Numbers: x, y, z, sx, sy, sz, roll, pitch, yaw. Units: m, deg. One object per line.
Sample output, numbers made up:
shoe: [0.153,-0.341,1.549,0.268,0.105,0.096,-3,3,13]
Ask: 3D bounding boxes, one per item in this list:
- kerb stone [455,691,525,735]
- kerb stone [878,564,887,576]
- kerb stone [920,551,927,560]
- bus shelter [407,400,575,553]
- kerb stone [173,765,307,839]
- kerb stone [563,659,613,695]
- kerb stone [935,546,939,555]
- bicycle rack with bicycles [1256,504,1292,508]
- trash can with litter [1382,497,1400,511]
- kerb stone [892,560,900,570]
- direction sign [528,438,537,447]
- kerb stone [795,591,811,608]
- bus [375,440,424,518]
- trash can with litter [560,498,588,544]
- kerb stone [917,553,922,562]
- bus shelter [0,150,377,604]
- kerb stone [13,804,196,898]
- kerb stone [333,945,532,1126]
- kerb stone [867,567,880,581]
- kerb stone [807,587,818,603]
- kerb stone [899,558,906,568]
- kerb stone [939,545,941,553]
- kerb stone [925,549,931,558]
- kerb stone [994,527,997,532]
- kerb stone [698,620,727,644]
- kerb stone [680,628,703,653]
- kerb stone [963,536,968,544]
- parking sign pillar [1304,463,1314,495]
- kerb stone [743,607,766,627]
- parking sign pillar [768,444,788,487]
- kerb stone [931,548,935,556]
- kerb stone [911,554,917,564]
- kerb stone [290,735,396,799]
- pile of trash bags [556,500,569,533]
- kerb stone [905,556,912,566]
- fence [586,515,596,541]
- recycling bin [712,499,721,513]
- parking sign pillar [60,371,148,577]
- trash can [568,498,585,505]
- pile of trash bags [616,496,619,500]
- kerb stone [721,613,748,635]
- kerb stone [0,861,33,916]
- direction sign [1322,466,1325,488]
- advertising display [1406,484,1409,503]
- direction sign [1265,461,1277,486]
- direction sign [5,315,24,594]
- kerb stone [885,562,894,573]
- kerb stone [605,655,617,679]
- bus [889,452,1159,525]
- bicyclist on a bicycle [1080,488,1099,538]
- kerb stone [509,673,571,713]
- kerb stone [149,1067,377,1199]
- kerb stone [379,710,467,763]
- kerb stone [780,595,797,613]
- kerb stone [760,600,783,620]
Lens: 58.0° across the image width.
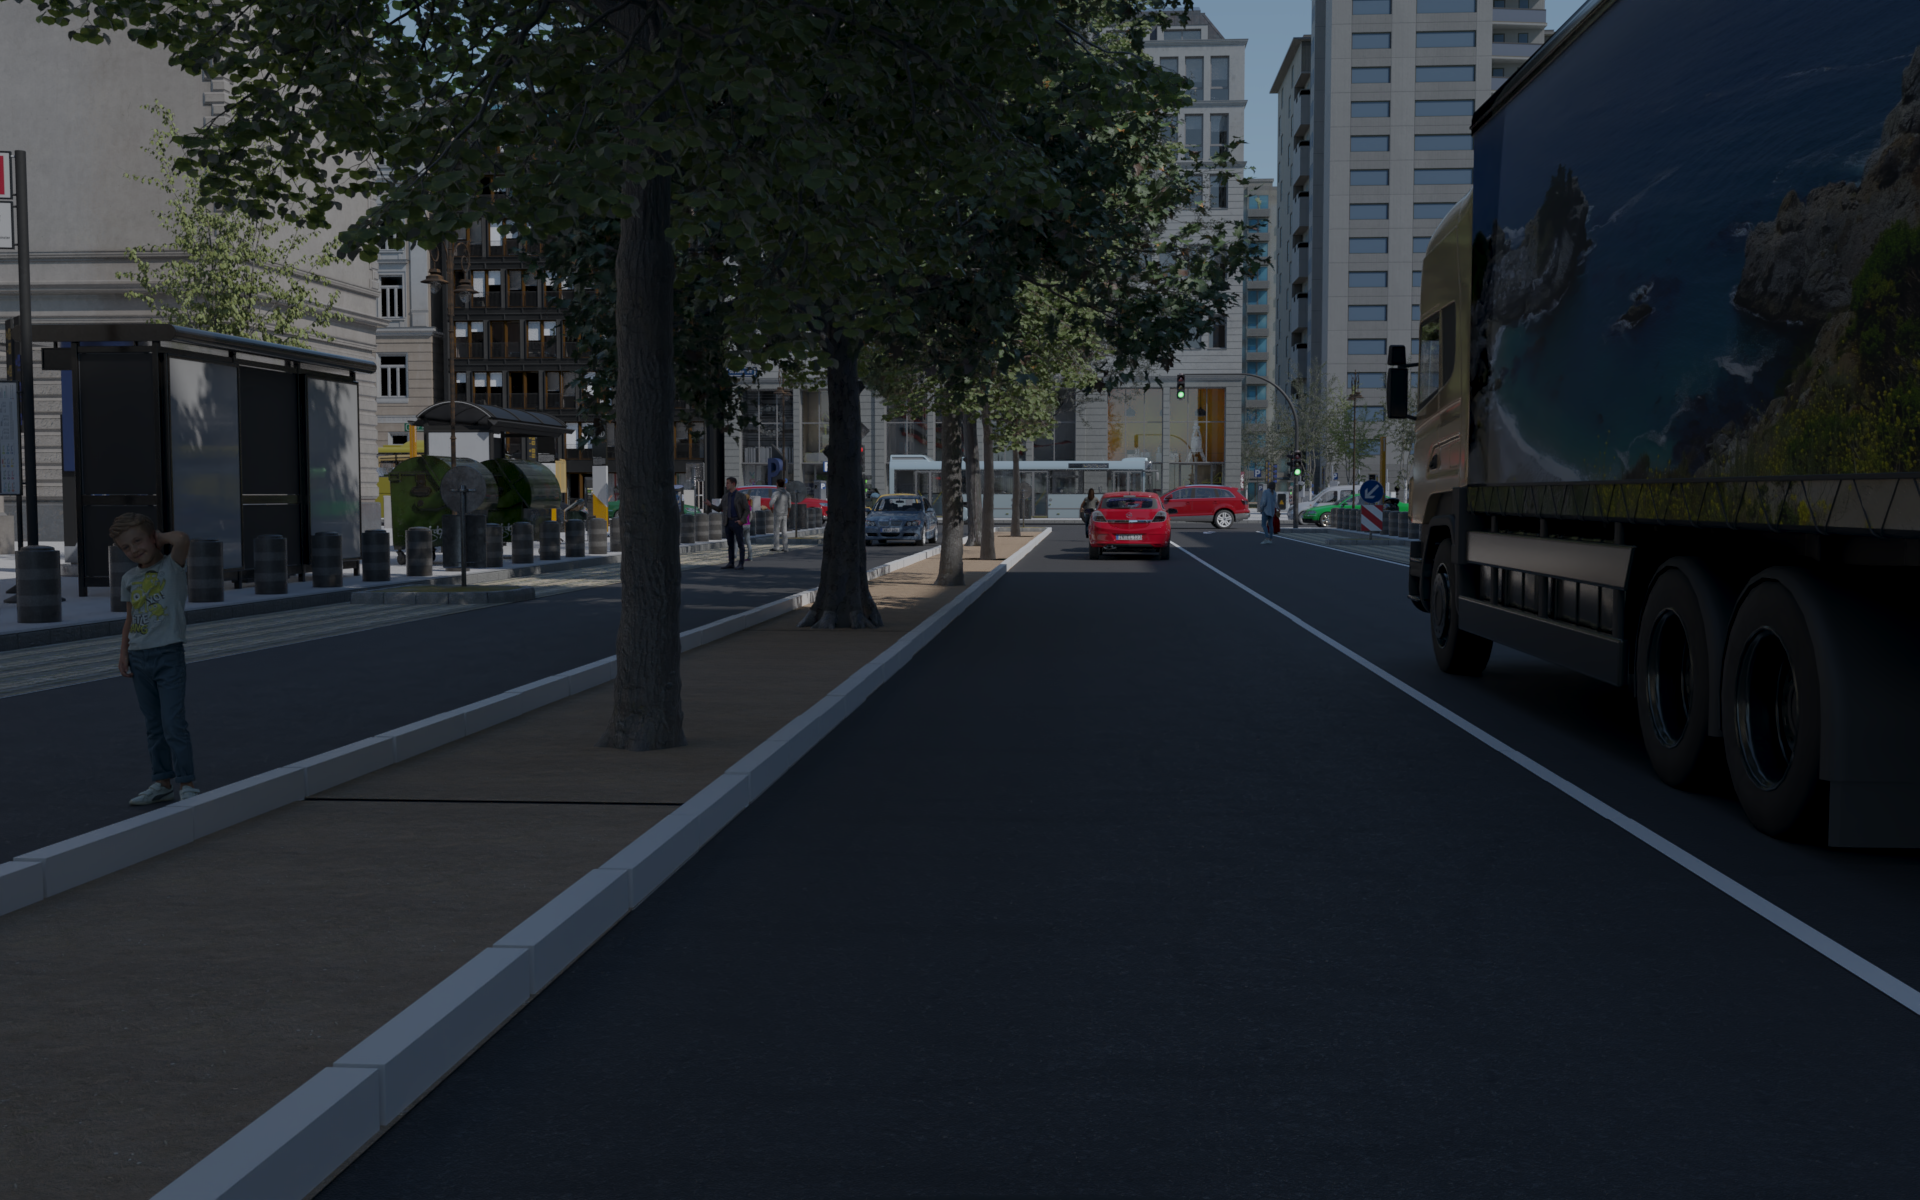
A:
kerb stone: [-2.926,0.706,10.690,0.120,0.150,1.000,0,4,4]
kerb stone: [-1.434,-0.486,30.141,0.120,0.150,1.000,0,4,4]
kerb stone: [-0.880,-0.924,37.305,0.120,0.150,1.000,0,4,4]
bus shelter: [-10.718,-2.827,40.143,2.014,3.302,5.546,0,4,4]
kerb stone: [-3.171,0.892,7.626,0.120,0.150,1.000,0,4,4]
kerb stone: [-2.770,0.578,12.740,0.120,0.150,1.000,0,4,4]
kerb stone: [-0.650,-1.111,40.380,0.120,0.150,1.000,0,4,4]
bicycle rack with bicycles: [24.397,-7.242,131.792,2.852,0.926,2.925,-3,4,-38]
trash can with litter: [14.449,-2.879,58.458,0.624,1.170,1.055,0,4,-1]
kerb stone: [-1.286,-0.612,32.197,0.120,0.150,1.000,0,4,4]
direction sign: [-15.604,-4.408,64.060,0.379,3.537,0.876,3,4,37]
kerb stone: [-2.067,0.016,21.950,0.120,0.150,1.000,0,4,4]
bus: [-26.428,-5.408,79.971,12.252,3.916,2.896,0,4,6]
trash can with litter: [-10.088,-2.018,44.386,1.055,1.170,0.624,-1,4,-22]
kerb stone: [-0.966,-0.854,36.285,0.120,0.150,1.000,0,4,4]
bus shelter: [-10.553,-2.766,22.861,2.179,5.291,8.768,0,4,4]
kerb stone: [-3.240,0.954,6.603,0.120,0.150,1.000,0,4,4]
kerb stone: [-1.315,1.088,4.400,0.120,0.150,1.000,0,4,4]
kerb stone: [-1.516,-0.411,29.120,0.120,0.150,1.000,0,4,4]
kerb stone: [-1.986,-0.047,22.971,0.120,0.150,1.000,0,4,4]
kerb stone: [-1.205,-0.674,33.218,0.120,0.150,1.000,0,4,4]
kerb stone: [-0.563,-1.174,41.403,0.120,0.150,1.000,0,4,4]
kerb stone: [-0.803,-0.987,38.328,0.120,0.150,1.000,0,4,4]
kerb stone: [1.321,-2.679,66.005,0.120,0.150,1.000,0,4,4]
kerb stone: [-2.452,0.330,16.842,0.120,0.150,1.000,0,4,4]
kerb stone: [-2.539,0.391,15.818,0.120,0.150,1.000,0,4,4]
kerb stone: [0.218,-1.802,51.665,0.120,0.150,1.000,0,4,4]
parking sign pillar: [29.434,-9.641,146.107,1.447,3.967,1.447,-1,4,-10]
kerb stone: [-2.294,0.207,18.885,0.120,0.150,1.000,0,4,4]
parking sign pillar: [-9.833,-6.425,93.518,1.447,3.967,1.447,-3,5,-42]
kerb stone: [-0.733,-1.050,39.359,0.120,0.150,1.000,0,4,4]
kerb stone: [-1.037,-0.798,35.263,0.120,0.150,1.000,0,4,4]
kerb stone: [-3.090,0.830,8.647,0.120,0.150,1.000,0,4,4]
pile of trash bags: [-14.749,-2.988,58.603,3.447,1.369,1.912,1,4,12]
kerb stone: [-1.109,-0.737,34.241,0.120,0.150,1.000,0,4,4]
fence: [-10.185,-1.989,47.898,0.278,0.683,2.069,0,4,-5]
recycling bin: [-18.131,-7.067,128.093,0.722,1.027,0.722,0,4,-3]
parking sign pillar: [-13.495,-2.380,27.378,1.447,3.967,1.447,1,4,10]
trash can: [-13.791,-3.113,62.557,0.748,1.137,0.748,0,3,0]
pile of trash bags: [-28.618,-8.562,149.732,1.912,1.369,3.447,3,5,39]
kerb stone: [-2.375,0.265,17.864,0.120,0.150,1.000,0,4,4]
kerb stone: [-3.315,1.023,5.582,0.120,0.150,1.000,0,4,4]
direction sign: [29.155,-8.995,139.070,0.379,3.537,0.876,0,4,-1]
advertising display: [28.596,-6.427,110.302,0.123,1.923,0.974,0,4,-2]
direction sign: [23.192,-8.372,128.871,0.876,3.537,0.379,-1,4,-19]
direction sign: [-12.165,-1.857,22.357,0.379,3.537,0.876,-3,4,-39]
kerb stone: [-1.354,-0.548,31.163,0.120,0.150,1.000,0,4,4]
kerb stone: [-2.696,0.517,13.776,0.120,0.150,1.000,0,4,4]
bus: [3.395,-5.315,81.756,13.247,3.499,2.948,0,4,5]
bicyclist on a bicycle: [3.983,-2.604,52.602,1.499,1.676,1.625,0,4,6]
kerb stone: [-2.856,0.641,11.715,0.120,0.150,1.000,0,4,4]
kerb stone: [-1.397,1.151,3.379,0.120,0.150,1.000,0,4,4]
kerb stone: [-3.006,0.766,9.669,0.120,0.150,1.000,0,4,4]
kerb stone: [-2.142,0.079,20.928,0.120,0.150,1.000,0,4,4]
kerb stone: [-2.215,0.140,19.906,0.120,0.150,1.000,0,4,4]
